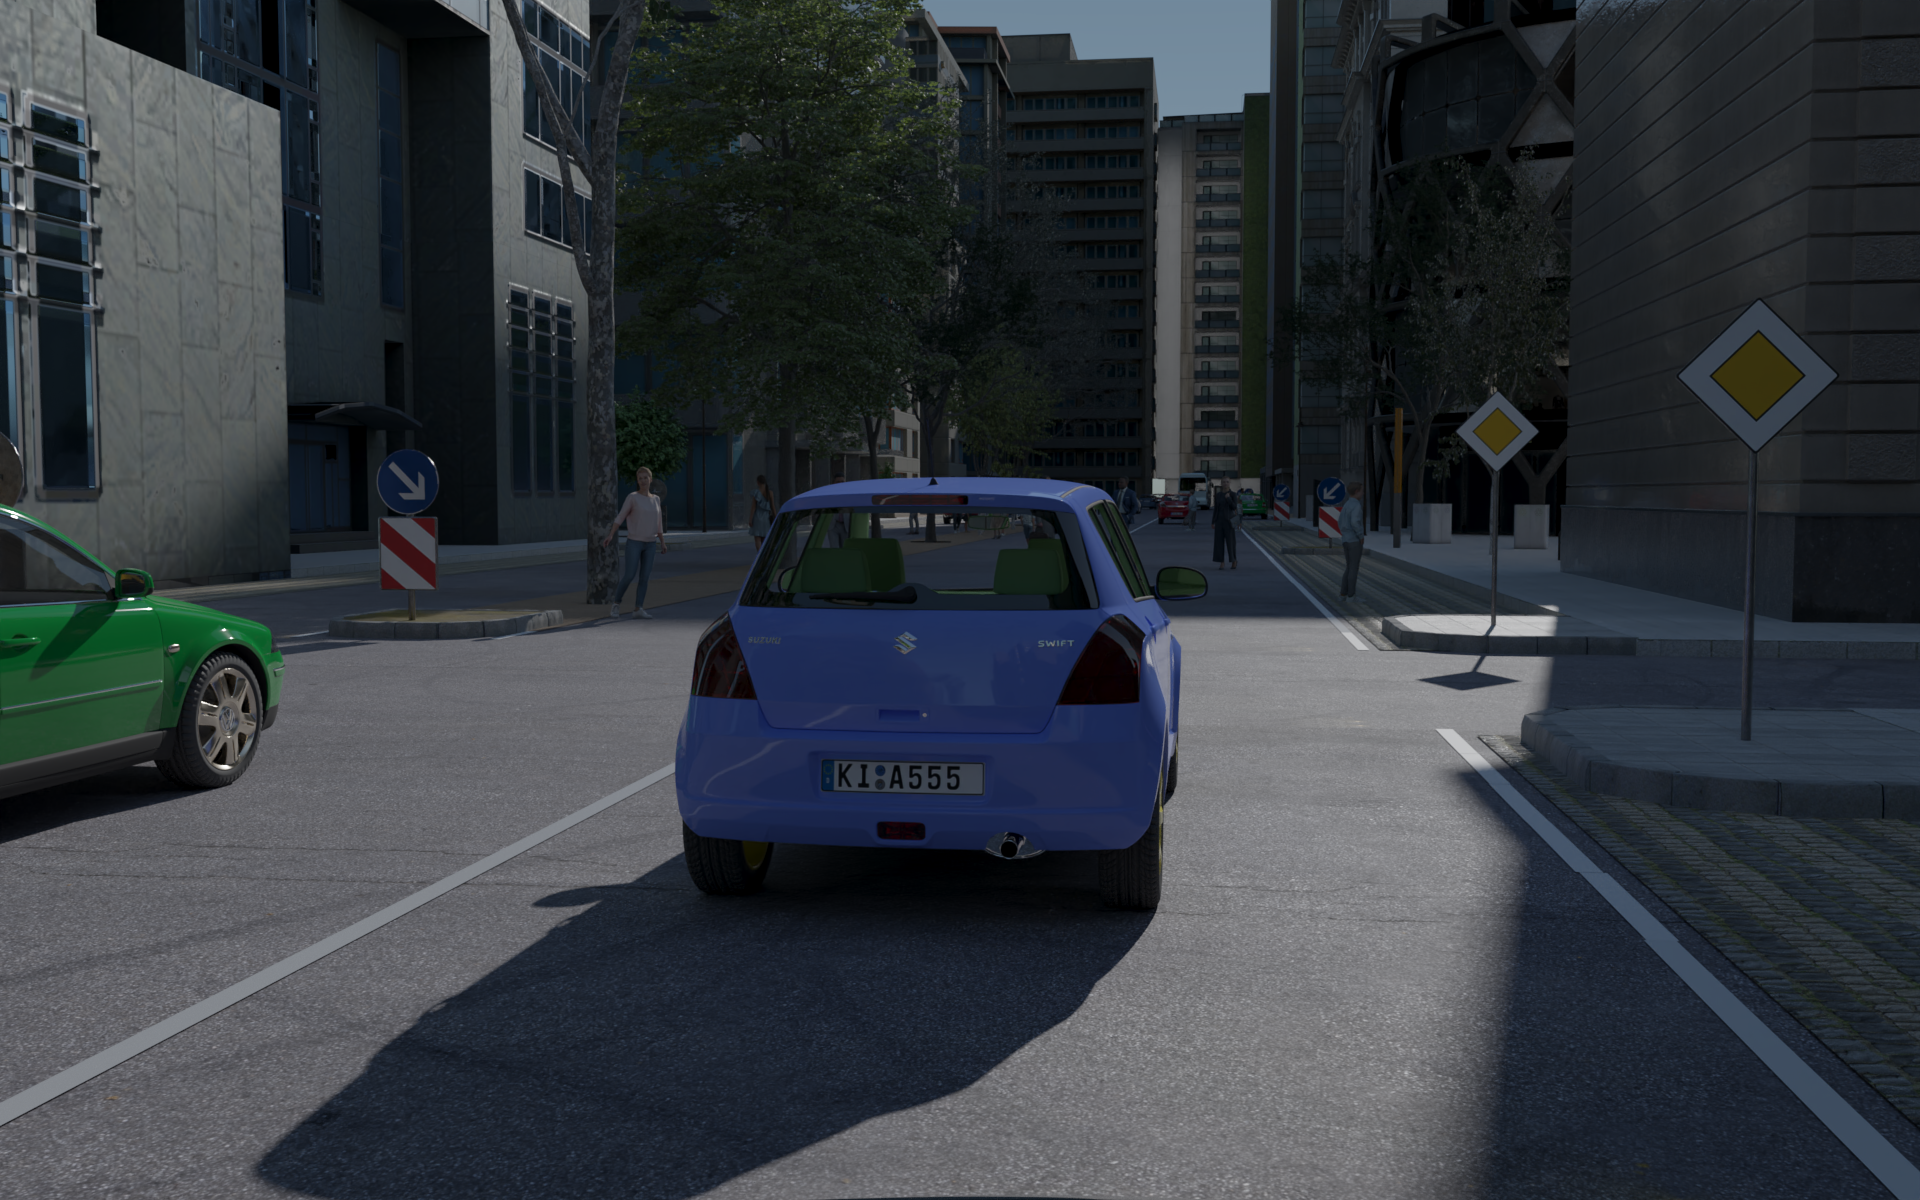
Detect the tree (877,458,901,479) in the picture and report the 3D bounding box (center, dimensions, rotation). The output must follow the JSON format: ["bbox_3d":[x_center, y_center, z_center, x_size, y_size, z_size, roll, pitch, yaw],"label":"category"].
[{"bbox_3d":[-3.856,-5.940,91.726,1.663,3.219,1.824,0,3,0],"label":"tree"}]

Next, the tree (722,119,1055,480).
[{"bbox_3d":[-1.877,-6.347,40.635,8.767,10.594,7.601,0,4,8],"label":"tree"}]

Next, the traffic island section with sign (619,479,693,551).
[{"bbox_3d":[-7.981,-2.197,44.552,1.989,1.847,2.006,0,4,8],"label":"traffic island section with sign"}]

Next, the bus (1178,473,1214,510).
[{"bbox_3d":[21.604,-10.028,158.810,2.948,3.499,13.247,1,4,10],"label":"bus"}]

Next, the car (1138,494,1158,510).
[{"bbox_3d":[17.460,-9.116,161.046,2.014,1.417,4.499,1,4,8],"label":"car"}]

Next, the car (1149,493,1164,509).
[{"bbox_3d":[19.176,-9.627,166.448,2.155,1.783,4.494,1,4,10],"label":"car"}]

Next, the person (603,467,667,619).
[{"bbox_3d":[-3.808,-0.657,19.908,0.598,1.740,0.731,3,4,38],"label":"person"}]

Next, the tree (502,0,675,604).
[{"bbox_3d":[-5.722,-10.066,22.926,12.611,20.169,13.585,0,3,0],"label":"tree"}]

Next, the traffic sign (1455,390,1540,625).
[{"bbox_3d":[5.212,-0.809,16.869,0.795,2.450,0.064,0,4,8],"label":"traffic sign"}]

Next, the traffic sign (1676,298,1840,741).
[{"bbox_3d":[4.093,-0.325,8.962,0.795,2.450,0.064,0,4,8],"label":"traffic sign"}]

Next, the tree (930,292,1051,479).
[{"bbox_3d":[0.864,-6.832,64.524,4.737,8.622,4.395,0,3,0],"label":"tree"}]

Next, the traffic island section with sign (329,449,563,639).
[{"bbox_3d":[-5.480,-0.610,18.112,2.006,1.907,1.989,0,4,8],"label":"traffic island section with sign"}]

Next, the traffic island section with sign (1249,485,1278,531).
[{"bbox_3d":[12.494,-3.635,68.057,1.989,1.847,2.006,0,4,8],"label":"traffic island section with sign"}]

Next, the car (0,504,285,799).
[{"bbox_3d":[-4.652,0.097,7.218,1.959,1.807,4.718,1,4,9],"label":"car"}]

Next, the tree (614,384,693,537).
[{"bbox_3d":[-9.634,-4.166,51.834,4.285,4.588,4.351,0,3,0],"label":"tree"}]

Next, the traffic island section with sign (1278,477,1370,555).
[{"bbox_3d":[8.708,-2.002,41.368,1.989,1.847,2.006,0,4,8],"label":"traffic island section with sign"}]

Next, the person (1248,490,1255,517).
[{"bbox_3d":[18.533,-6.190,110.647,0.436,1.711,0.756,-1,4,-23],"label":"person"}]

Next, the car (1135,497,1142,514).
[{"bbox_3d":[12.191,-6.966,126.249,2.083,1.381,4.827,1,4,9],"label":"car"}]

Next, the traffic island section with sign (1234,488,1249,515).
[{"bbox_3d":[19.562,-6.691,118.029,1.989,1.847,2.006,0,4,8],"label":"traffic island section with sign"}]

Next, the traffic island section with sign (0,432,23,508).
[{"bbox_3d":[-6.528,-0.162,10.779,2.006,1.907,1.989,0,4,8],"label":"traffic island section with sign"}]

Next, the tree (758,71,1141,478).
[{"bbox_3d":[-0.847,-8.413,50.385,12.009,13.543,11.850,0,3,0],"label":"tree"}]

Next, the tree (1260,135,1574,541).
[{"bbox_3d":[12.227,-6.829,46.062,8.767,10.594,7.601,0,4,7],"label":"tree"}]

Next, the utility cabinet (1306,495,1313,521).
[{"bbox_3d":[16.597,-4.301,81.480,0.306,1.237,1.020,-1,4,-10],"label":"utility cabinet"}]

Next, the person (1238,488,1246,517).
[{"bbox_3d":[17.877,-6.178,109.514,0.705,1.824,1.348,3,5,39],"label":"person"}]

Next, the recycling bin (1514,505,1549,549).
[{"bbox_3d":[13.403,-1.716,40.612,0.722,1.027,0.722,2,4,24],"label":"recycling bin"}]

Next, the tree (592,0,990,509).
[{"bbox_3d":[-3.343,-6.880,33.076,7.486,12.596,7.792,0,3,0],"label":"tree"}]

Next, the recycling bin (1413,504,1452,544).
[{"bbox_3d":[12.257,-1.983,44.968,0.722,1.027,0.722,-2,4,-25],"label":"recycling bin"}]

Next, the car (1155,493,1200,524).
[{"bbox_3d":[10.478,-4.556,83.527,2.155,1.783,4.494,0,4,8],"label":"car"}]

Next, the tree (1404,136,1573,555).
[{"bbox_3d":[11.322,-5.273,36.570,4.360,8.622,3.978,0,3,0],"label":"tree"}]

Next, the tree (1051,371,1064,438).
[{"bbox_3d":[2.152,-7.119,69.218,4.737,8.622,4.395,0,3,0],"label":"tree"}]

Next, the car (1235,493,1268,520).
[{"bbox_3d":[16.645,-5.520,99.043,1.959,1.807,4.718,0,4,8],"label":"car"}]

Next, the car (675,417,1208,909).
[{"bbox_3d":[0.074,0.135,7.378,1.945,1.707,3.694,1,4,8],"label":"car"}]
